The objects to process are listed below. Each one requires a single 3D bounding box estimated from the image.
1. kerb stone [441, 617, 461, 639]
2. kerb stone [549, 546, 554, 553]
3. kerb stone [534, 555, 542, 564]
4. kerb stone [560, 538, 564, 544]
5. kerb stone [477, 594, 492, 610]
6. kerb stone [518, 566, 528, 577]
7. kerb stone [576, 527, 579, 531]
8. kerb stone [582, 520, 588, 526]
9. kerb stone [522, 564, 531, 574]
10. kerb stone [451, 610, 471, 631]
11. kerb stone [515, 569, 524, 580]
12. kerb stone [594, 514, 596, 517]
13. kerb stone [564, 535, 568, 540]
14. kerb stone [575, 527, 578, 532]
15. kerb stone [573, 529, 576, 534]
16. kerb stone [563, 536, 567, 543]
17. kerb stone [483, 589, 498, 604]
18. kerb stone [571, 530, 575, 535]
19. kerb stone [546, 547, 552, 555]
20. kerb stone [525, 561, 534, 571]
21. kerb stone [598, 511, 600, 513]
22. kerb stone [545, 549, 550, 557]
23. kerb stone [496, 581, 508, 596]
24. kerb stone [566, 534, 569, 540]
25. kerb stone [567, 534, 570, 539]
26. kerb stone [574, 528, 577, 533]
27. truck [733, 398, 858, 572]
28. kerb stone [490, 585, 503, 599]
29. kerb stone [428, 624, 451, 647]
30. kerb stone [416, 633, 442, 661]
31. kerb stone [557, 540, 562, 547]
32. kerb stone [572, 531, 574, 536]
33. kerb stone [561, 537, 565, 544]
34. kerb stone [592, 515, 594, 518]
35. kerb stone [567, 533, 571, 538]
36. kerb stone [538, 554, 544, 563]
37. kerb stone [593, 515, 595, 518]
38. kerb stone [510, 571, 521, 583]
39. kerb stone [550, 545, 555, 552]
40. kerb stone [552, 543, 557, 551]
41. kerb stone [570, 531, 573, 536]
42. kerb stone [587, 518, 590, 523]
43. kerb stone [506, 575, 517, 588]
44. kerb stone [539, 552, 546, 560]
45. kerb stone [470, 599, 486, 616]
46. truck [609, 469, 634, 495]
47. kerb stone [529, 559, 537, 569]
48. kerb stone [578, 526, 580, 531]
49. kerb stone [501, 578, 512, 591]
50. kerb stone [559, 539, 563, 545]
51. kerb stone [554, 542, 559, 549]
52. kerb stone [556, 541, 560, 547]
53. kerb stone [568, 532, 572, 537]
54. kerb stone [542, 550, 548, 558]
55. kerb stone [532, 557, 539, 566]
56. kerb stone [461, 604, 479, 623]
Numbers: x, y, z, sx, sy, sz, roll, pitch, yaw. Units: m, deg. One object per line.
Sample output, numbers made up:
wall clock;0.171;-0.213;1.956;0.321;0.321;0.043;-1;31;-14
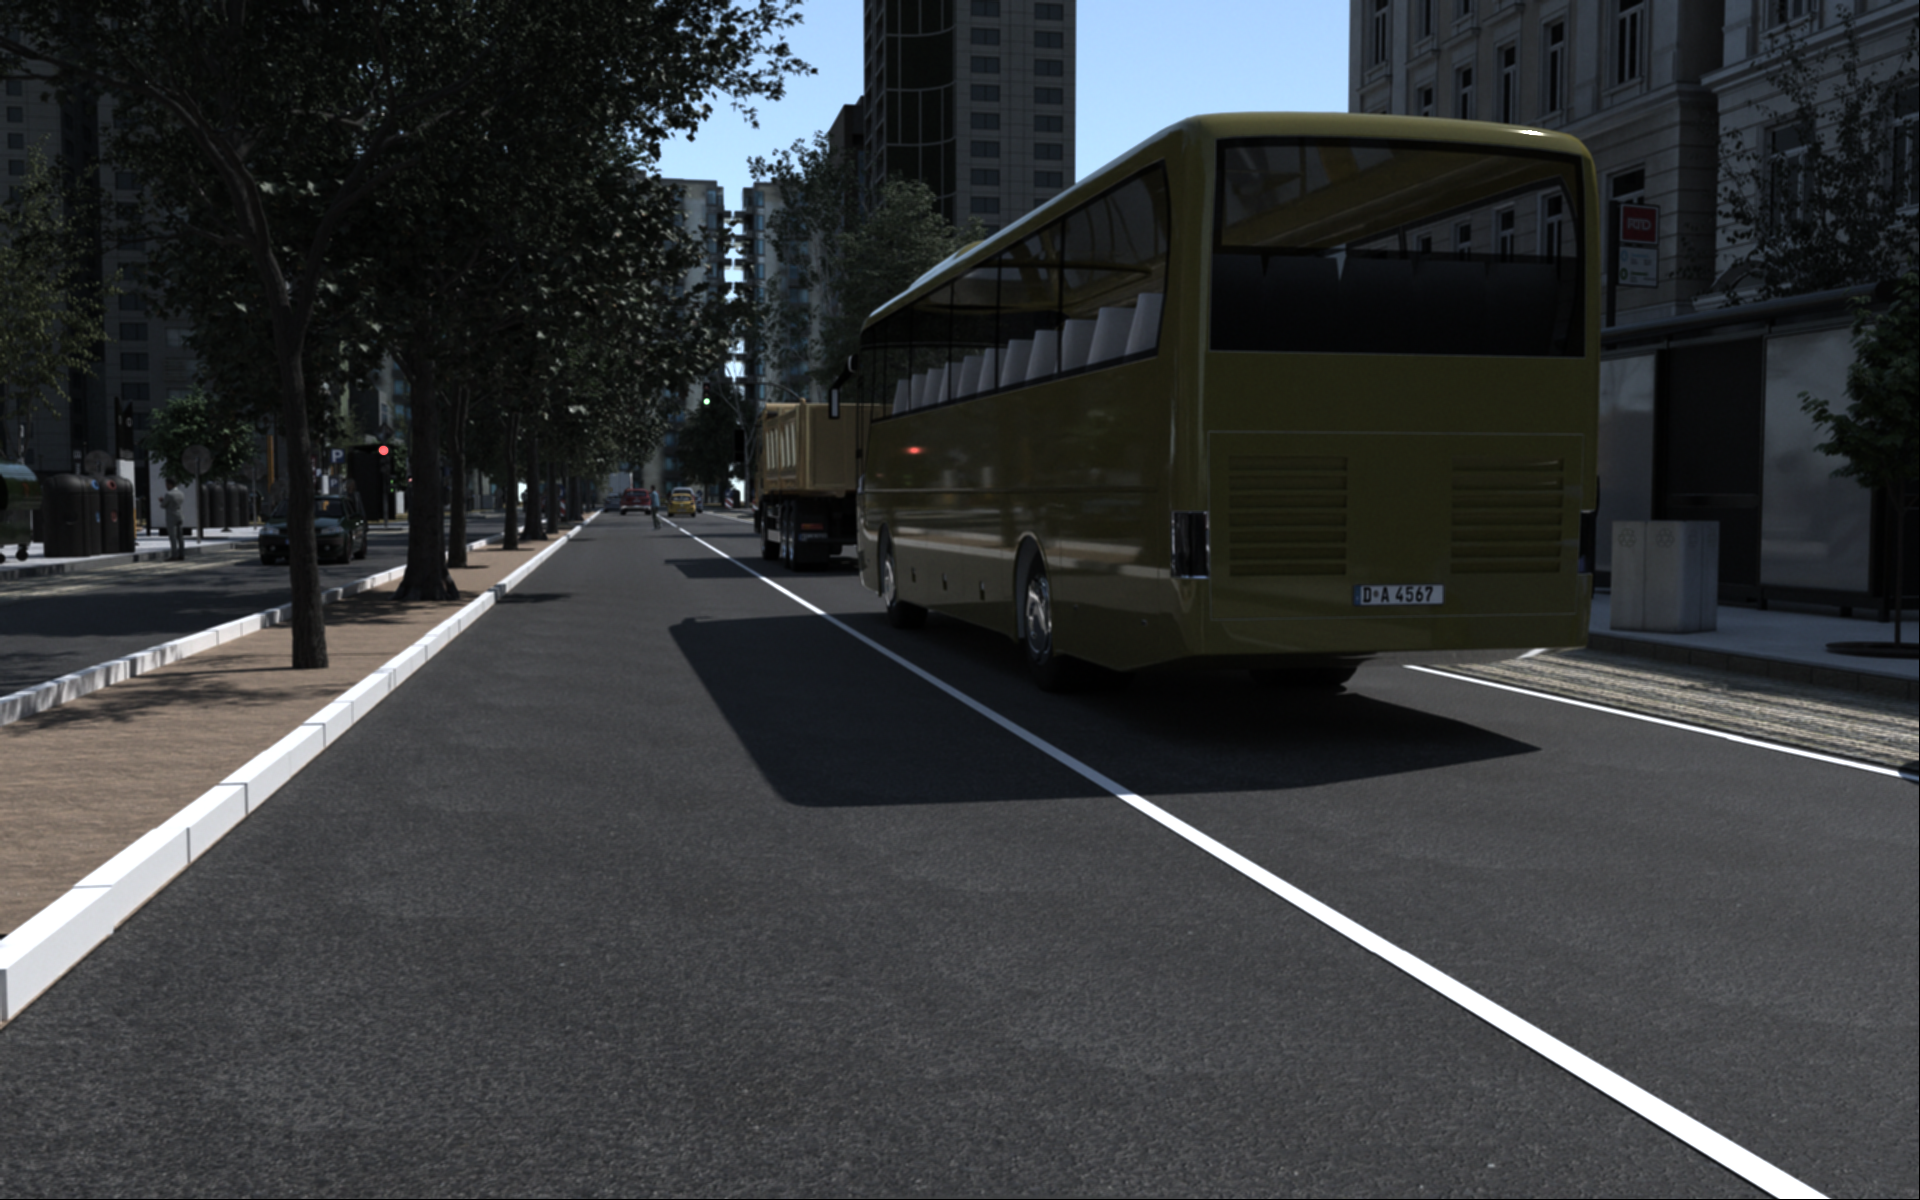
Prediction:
kerb stone;-5.099;0.303;17.246;0.120;0.150;1.000;-1;4;-11
kerb stone;-9.611;-1.112;40.381;0.120;0.150;1.000;-1;4;-11
kerb stone;-8.431;-0.743;34.351;0.120;0.150;1.000;-1;4;-11
kerb stone;-10.986;-1.543;47.426;0.120;0.150;1.000;-1;4;-11
kerb stone;-5.875;0.057;21.270;0.120;0.150;1.000;-1;4;-11
kerb stone;-7.453;-0.436;29.321;0.120;0.150;1.000;-1;4;-11
kerb stone;-13.931;-2.466;62.540;0.120;0.150;1.000;-1;4;-11
kerb stone;-16.970;-3.421;78.121;0.120;0.150;1.000;-1;4;-11
kerb stone;-7.651;-0.497;30.323;0.120;0.150;1.000;-1;4;-11
kerb stone;-5.289;0.241;18.255;0.120;0.150;1.000;-1;4;-11
kerb stone;-7.255;-0.374;28.318;0.120;0.150;1.000;-1;4;-11
kerb stone;-21.098;-4.713;99.252;0.120;0.150;1.000;-1;4;-11
kerb stone;-11.570;-1.728;50.454;0.120;0.150;1.000;-1;4;-11
kerb stone;-13.737;-2.406;61.537;0.120;0.150;1.000;-1;4;-11
kerb stone;-13.146;-2.216;58.512;0.120;0.150;1.000;-1;4;-11
kerb stone;-11.376;-1.667;49.447;0.120;0.150;1.000;-1;4;-11
kerb stone;-6.078;-0.005;22.271;0.120;0.150;1.000;-1;4;-11
kerb stone;-12.955;-2.160;57.504;0.120;0.150;1.000;-1;4;-11
kerb stone;-9.414;-1.051;39.375;0.120;0.150;1.000;-1;4;-11
kerb stone;-7.839;-0.559;31.328;0.120;0.150;1.000;-1;4;-11
kerb stone;-24.241;-5.695;115.349;0.120;0.150;1.000;-1;4;-11
kerb stone;-9.222;-0.989;38.371;0.120;0.150;1.000;-1;4;-11
kerb stone;-6.464;-0.128;24.290;0.120;0.150;1.000;-1;4;-11
kerb stone;-11.778;-1.790;51.470;0.120;0.150;1.000;-1;4;-11
kerb stone;-11.972;-1.848;52.476;0.120;0.150;1.000;-1;4;-11
kerb stone;-13.545;-2.340;60.531;0.120;0.150;1.000;-1;4;-11
truck;-2.650;-2.436;35.749;3.469;3.379;9.791;-1;4;-12
kerb stone;-6.279;-0.066;23.280;0.120;0.150;1.000;-1;4;-11
kerb stone;-4.906;0.364;16.243;0.120;0.150;1.000;-1;4;-11
kerb stone;-4.700;0.429;15.242;0.120;0.150;1.000;-1;4;-11
kerb stone;-10.589;-1.420;45.415;0.120;0.150;1.000;-1;4;-11
kerb stone;-12.755;-2.098;56.502;0.120;0.150;1.000;-1;4;-11
kerb stone;-11.188;-1.603;48.434;0.120;0.150;1.000;-1;4;-11
kerb stone;-20.114;-4.402;94.212;0.120;0.150;1.000;-1;4;-11
kerb stone;-12.170;-1.913;53.481;0.120;0.150;1.000;-1;4;-11
kerb stone;-8.637;-0.805;35.359;0.120;0.150;1.000;-1;4;-11
kerb stone;-20.517;-4.527;96.229;0.120;0.150;1.000;-1;4;-11
kerb stone;-7.055;-0.312;27.299;0.120;0.150;1.000;-1;4;-11
kerb stone;-9.809;-1.174;41.388;0.120;0.150;1.000;-1;4;-11
kerb stone;-10.000;-1.235;42.392;0.120;0.150;1.000;-1;4;-11
kerb stone;-12.555;-2.036;55.492;0.120;0.150;1.000;-1;4;-11
kerb stone;-18.160;-3.790;84.163;0.120;0.150;1.000;-1;4;-11
kerb stone;-6.858;-0.250;26.296;0.120;0.150;1.000;-1;4;-11
kerb stone;-8.822;-0.867;36.364;0.120;0.150;1.000;-1;4;-11
kerb stone;-5.682;0.120;20.266;0.120;0.150;1.000;-1;4;-11
truck;-39.457;-13.011;201.647;2.839;4.237;11.283;-1;4;-9
kerb stone;-8.036;-0.619;32.331;0.120;0.150;1.000;-1;4;-11
kerb stone;-14.325;-2.590;64.547;0.120;0.150;1.000;-1;4;-11
kerb stone;-6.667;-0.189;25.292;0.120;0.150;1.000;-1;4;-11
kerb stone;-10.792;-1.482;46.418;0.120;0.150;1.000;-1;4;-11
kerb stone;-10.201;-1.297;43.394;0.120;0.150;1.000;-1;4;-11
kerb stone;-10.392;-1.355;44.401;0.120;0.150;1.000;-1;4;-11
kerb stone;-12.361;-1.971;54.488;0.120;0.150;1.000;-1;4;-11
kerb stone;-9.025;-0.928;37.368;0.120;0.150;1.000;-1;4;-11
kerb stone;-8.238;-0.677;33.344;0.120;0.150;1.000;-1;4;-11
kerb stone;-5.485;0.180;19.258;0.120;0.150;1.000;-1;4;-11
